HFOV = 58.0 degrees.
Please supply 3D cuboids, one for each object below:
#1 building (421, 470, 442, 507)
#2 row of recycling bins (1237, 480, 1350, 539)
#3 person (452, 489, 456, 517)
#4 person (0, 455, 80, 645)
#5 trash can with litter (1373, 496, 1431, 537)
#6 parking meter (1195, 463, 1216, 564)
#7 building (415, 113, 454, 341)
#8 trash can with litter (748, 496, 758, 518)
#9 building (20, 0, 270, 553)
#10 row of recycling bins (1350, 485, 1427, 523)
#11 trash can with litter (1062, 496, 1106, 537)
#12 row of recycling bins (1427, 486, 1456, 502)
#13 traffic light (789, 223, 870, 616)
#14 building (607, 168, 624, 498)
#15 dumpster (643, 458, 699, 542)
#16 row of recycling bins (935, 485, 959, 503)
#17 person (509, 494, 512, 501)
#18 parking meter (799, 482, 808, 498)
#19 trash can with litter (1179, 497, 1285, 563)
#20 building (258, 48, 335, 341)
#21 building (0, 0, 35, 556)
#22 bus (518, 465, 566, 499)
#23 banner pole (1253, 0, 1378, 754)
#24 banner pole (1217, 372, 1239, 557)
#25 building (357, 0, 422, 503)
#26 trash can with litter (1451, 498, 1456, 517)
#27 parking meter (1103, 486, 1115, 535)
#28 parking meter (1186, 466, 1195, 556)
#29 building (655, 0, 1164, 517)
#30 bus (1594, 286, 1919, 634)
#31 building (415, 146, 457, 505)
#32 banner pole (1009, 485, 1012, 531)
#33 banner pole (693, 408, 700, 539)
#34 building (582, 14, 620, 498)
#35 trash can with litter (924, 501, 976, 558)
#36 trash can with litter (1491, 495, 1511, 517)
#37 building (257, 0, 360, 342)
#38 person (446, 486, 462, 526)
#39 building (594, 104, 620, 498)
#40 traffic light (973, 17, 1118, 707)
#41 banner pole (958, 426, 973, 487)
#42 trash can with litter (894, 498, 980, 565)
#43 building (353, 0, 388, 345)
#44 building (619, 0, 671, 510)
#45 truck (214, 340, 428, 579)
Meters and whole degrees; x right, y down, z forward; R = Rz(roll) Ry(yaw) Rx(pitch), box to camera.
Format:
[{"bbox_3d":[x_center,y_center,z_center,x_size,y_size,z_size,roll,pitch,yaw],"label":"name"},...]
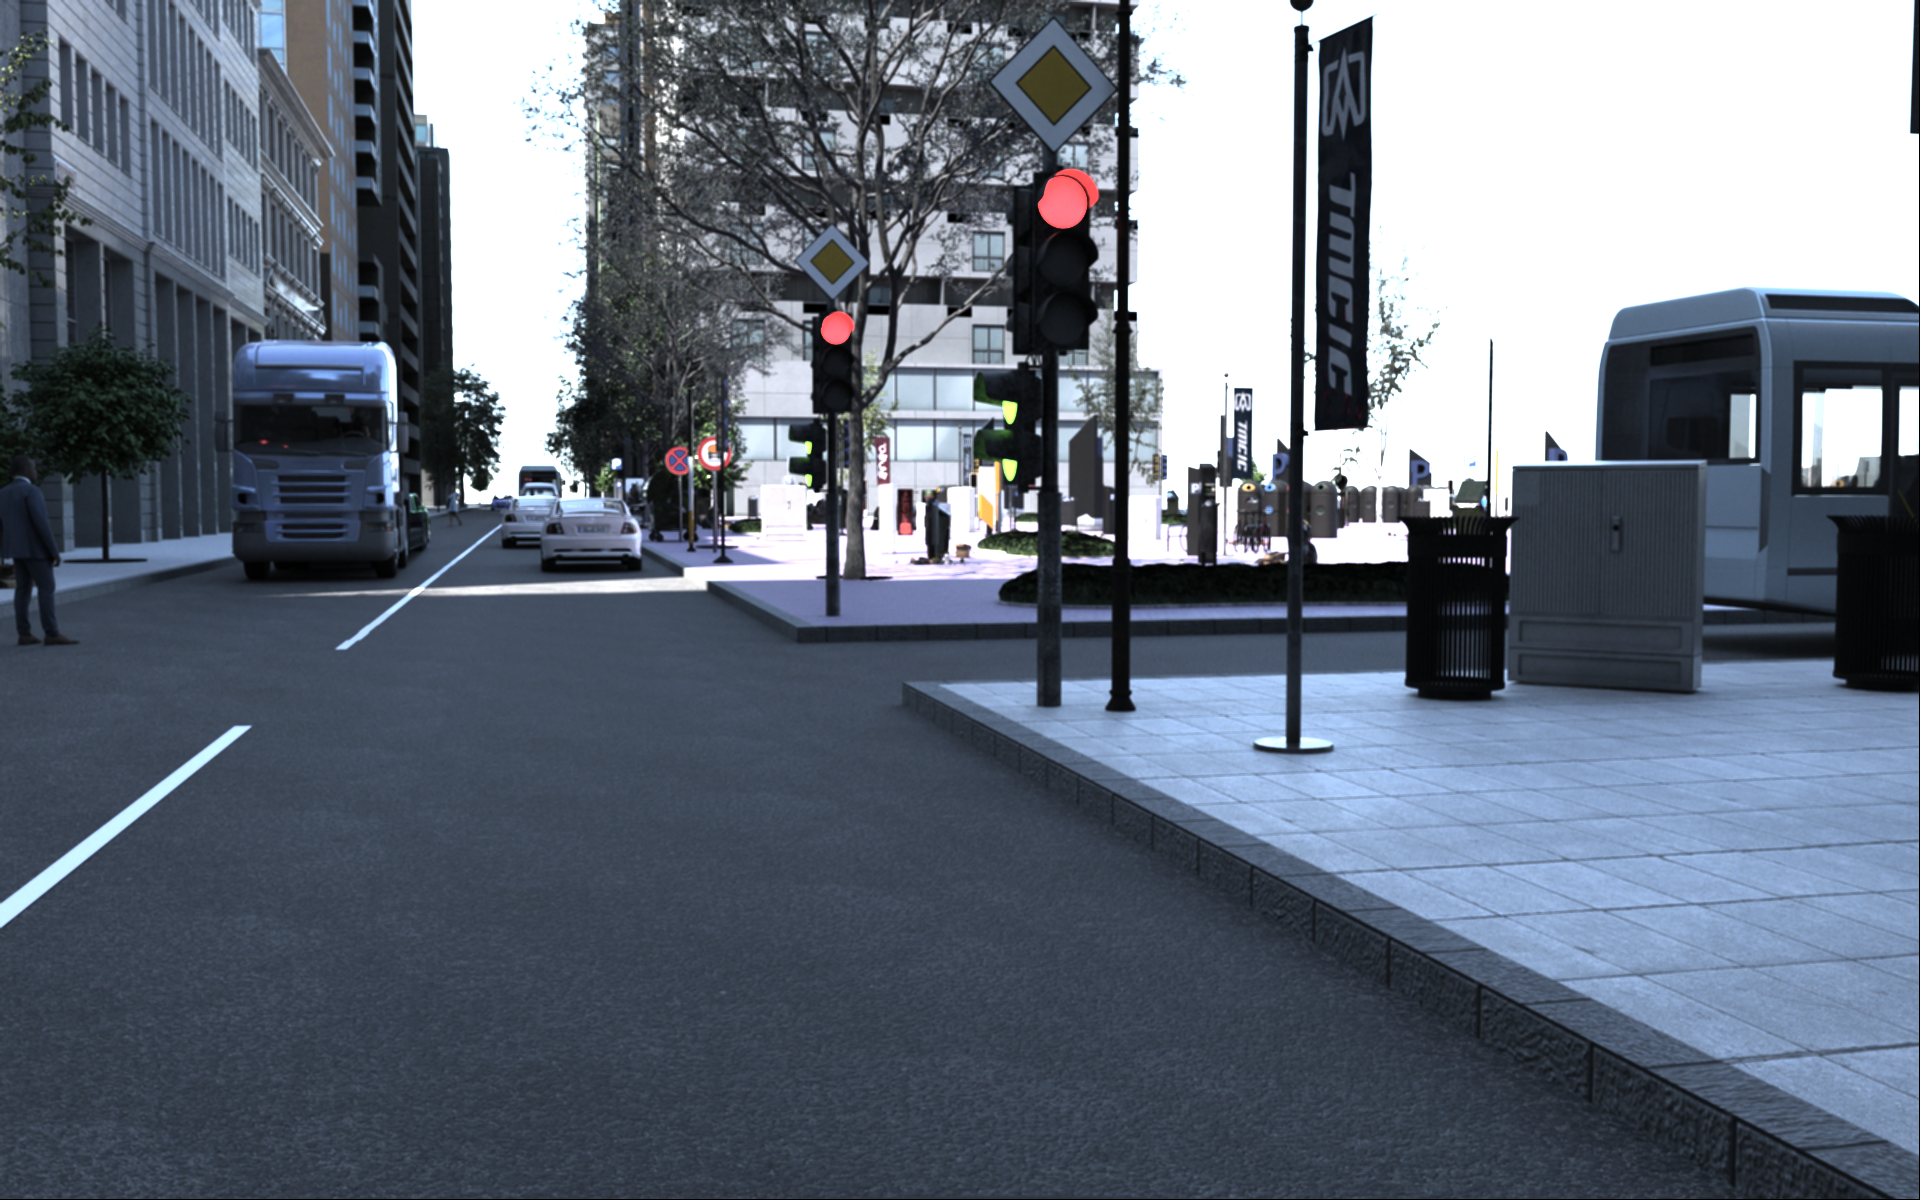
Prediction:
[{"bbox_3d":[-64.908,-45.270,178.413,20.563,71.187,20.611,-1,4,-14],"label":"building"},{"bbox_3d":[9.676,-2.699,51.244,1.069,1.692,3.534,-3,5,-42],"label":"row of recycling bins"},{"bbox_3d":[-31.978,-6.185,109.256,0.705,1.869,1.348,-1,4,-23],"label":"person"},{"bbox_3d":[-8.826,-0.475,16.453,0.721,1.800,0.419,1,4,16],"label":"person"},{"bbox_3d":[13.592,-2.516,52.189,2.233,1.210,1.678,3,4,38],"label":"trash can with litter"},{"bbox_3d":[4.572,-1.611,32.043,0.255,1.863,0.399,0,4,-6],"label":"parking meter"},{"bbox_3d":[-75.554,-36.564,217.425,23.786,49.044,30.456,-1,4,-14],"label":"building"},{"bbox_3d":[-7.995,-3.583,69.646,1.678,1.210,2.233,2,4,32],"label":"trash can with litter"},{"bbox_3d":[-28.236,-16.662,49.924,11.434,29.767,29.804,-1,4,-14],"label":"building"},{"bbox_3d":[18.627,-4.238,76.400,3.534,1.692,1.069,1,4,18],"label":"row of recycling bins"},{"bbox_3d":[3.569,-2.465,51.363,2.233,1.210,1.678,1,4,22],"label":"trash can with litter"},{"bbox_3d":[24.306,-4.979,88.523,1.069,1.692,3.534,3,5,43],"label":"row of recycling bins"},{"bbox_3d":[-1.357,-1.787,18.146,0.839,4.253,0.868,-1,4,-14],"label":"traffic light"},{"bbox_3d":[-24.822,-23.591,157.418,14.160,30.474,14.107,-1,4,-14],"label":"building"},{"bbox_3d":[-7.815,-2.728,47.104,1.502,2.255,1.985,-1,4,-13],"label":"dumpster"},{"bbox_3d":[-0.490,-4.499,80.667,1.069,1.692,3.534,-1,4,-10],"label":"row of recycling bins"},{"bbox_3d":[-40.938,-8.915,157.492,0.421,1.427,0.697,-2,4,-34],"label":"person"},{"bbox_3d":[-7.836,-4.950,86.649,0.399,1.863,0.255,1,4,12],"label":"parking meter"},{"bbox_3d":[4.023,-1.014,27.638,1.678,1.210,2.233,-1,4,-13],"label":"trash can with litter"},{"bbox_3d":[-34.209,-14.600,74.864,11.583,22.565,21.152,-1,4,-14],"label":"building"},{"bbox_3d":[-23.474,-12.701,25.687,12.078,24.808,19.932,-1,4,-14],"label":"building"},{"bbox_3d":[-27.663,-7.319,114.527,2.948,3.499,13.247,-1,4,-12],"label":"bus"},{"bbox_3d":[1.760,-1.125,8.408,0.401,3.779,0.863,-1,4,-20],"label":"banner pole"},{"bbox_3d":[5.672,-2.791,35.644,0.863,3.779,0.401,-1,4,-19],"label":"banner pole"},{"bbox_3d":[-55.957,-31.613,140.578,21.300,48.544,21.600,-1,4,-14],"label":"building"},{"bbox_3d":[20.009,-3.507,68.734,0.624,1.170,1.055,-3,5,-42],"label":"trash can with litter"},{"bbox_3d":[4.685,-2.820,54.523,0.372,1.533,0.369,0,3,0],"label":"parking meter"},{"bbox_3d":[4.907,-1.842,35.834,0.399,1.863,0.255,1,4,20],"label":"parking meter"},{"bbox_3d":[-4.863,-31.833,109.705,28.713,52.752,27.495,-1,4,-14],"label":"building"},{"bbox_3d":[13.103,-1.403,17.792,13.247,3.499,2.948,-1,4,-14],"label":"bus"},{"bbox_3d":[-65.240,-31.405,197.060,14.154,41.232,14.086,-1,4,-14],"label":"building"},{"bbox_3d":[1.515,-3.296,43.905,0.863,3.779,0.401,0,4,-5],"label":"banner pole"},{"bbox_3d":[-7.722,-3.677,50.140,0.401,3.779,0.863,0,4,-5],"label":"banner pole"},{"bbox_3d":[-37.106,-41.542,221.216,21.231,58.520,28.212,-1,4,-14],"label":"building"},{"bbox_3d":[-0.204,-1.440,34.929,1.055,1.170,0.624,1,4,10],"label":"trash can with litter"},{"bbox_3d":[30.711,-5.286,97.475,1.678,1.210,2.233,0,4,8],"label":"trash can with litter"},{"bbox_3d":[-40.422,-27.077,92.821,14.600,45.320,14.200,-1,4,-14],"label":"building"},{"bbox_3d":[-22.542,-4.186,77.039,0.616,1.811,0.778,2,4,24],"label":"person"},{"bbox_3d":[-31.563,-30.713,185.753,14.154,41.232,14.086,-1,4,-14],"label":"building"},{"bbox_3d":[0.521,-1.313,10.384,0.839,4.253,0.868,-1,4,-14],"label":"traffic light"},{"bbox_3d":[0.164,-4.496,63.518,0.401,3.779,0.863,3,5,44],"label":"banner pole"},{"bbox_3d":[-0.375,-1.296,32.248,1.678,1.210,2.233,0,4,6],"label":"trash can with litter"},{"bbox_3d":[-48.788,-48.935,112.753,22.319,86.520,31.000,-1,4,-14],"label":"building"},{"bbox_3d":[-20.456,-30.097,142.192,14.600,45.320,14.200,-1,4,-14],"label":"building"},{"bbox_3d":[-12.698,-2.836,36.132,2.967,4.110,18.799,-1,4,-15],"label":"truck"}]
